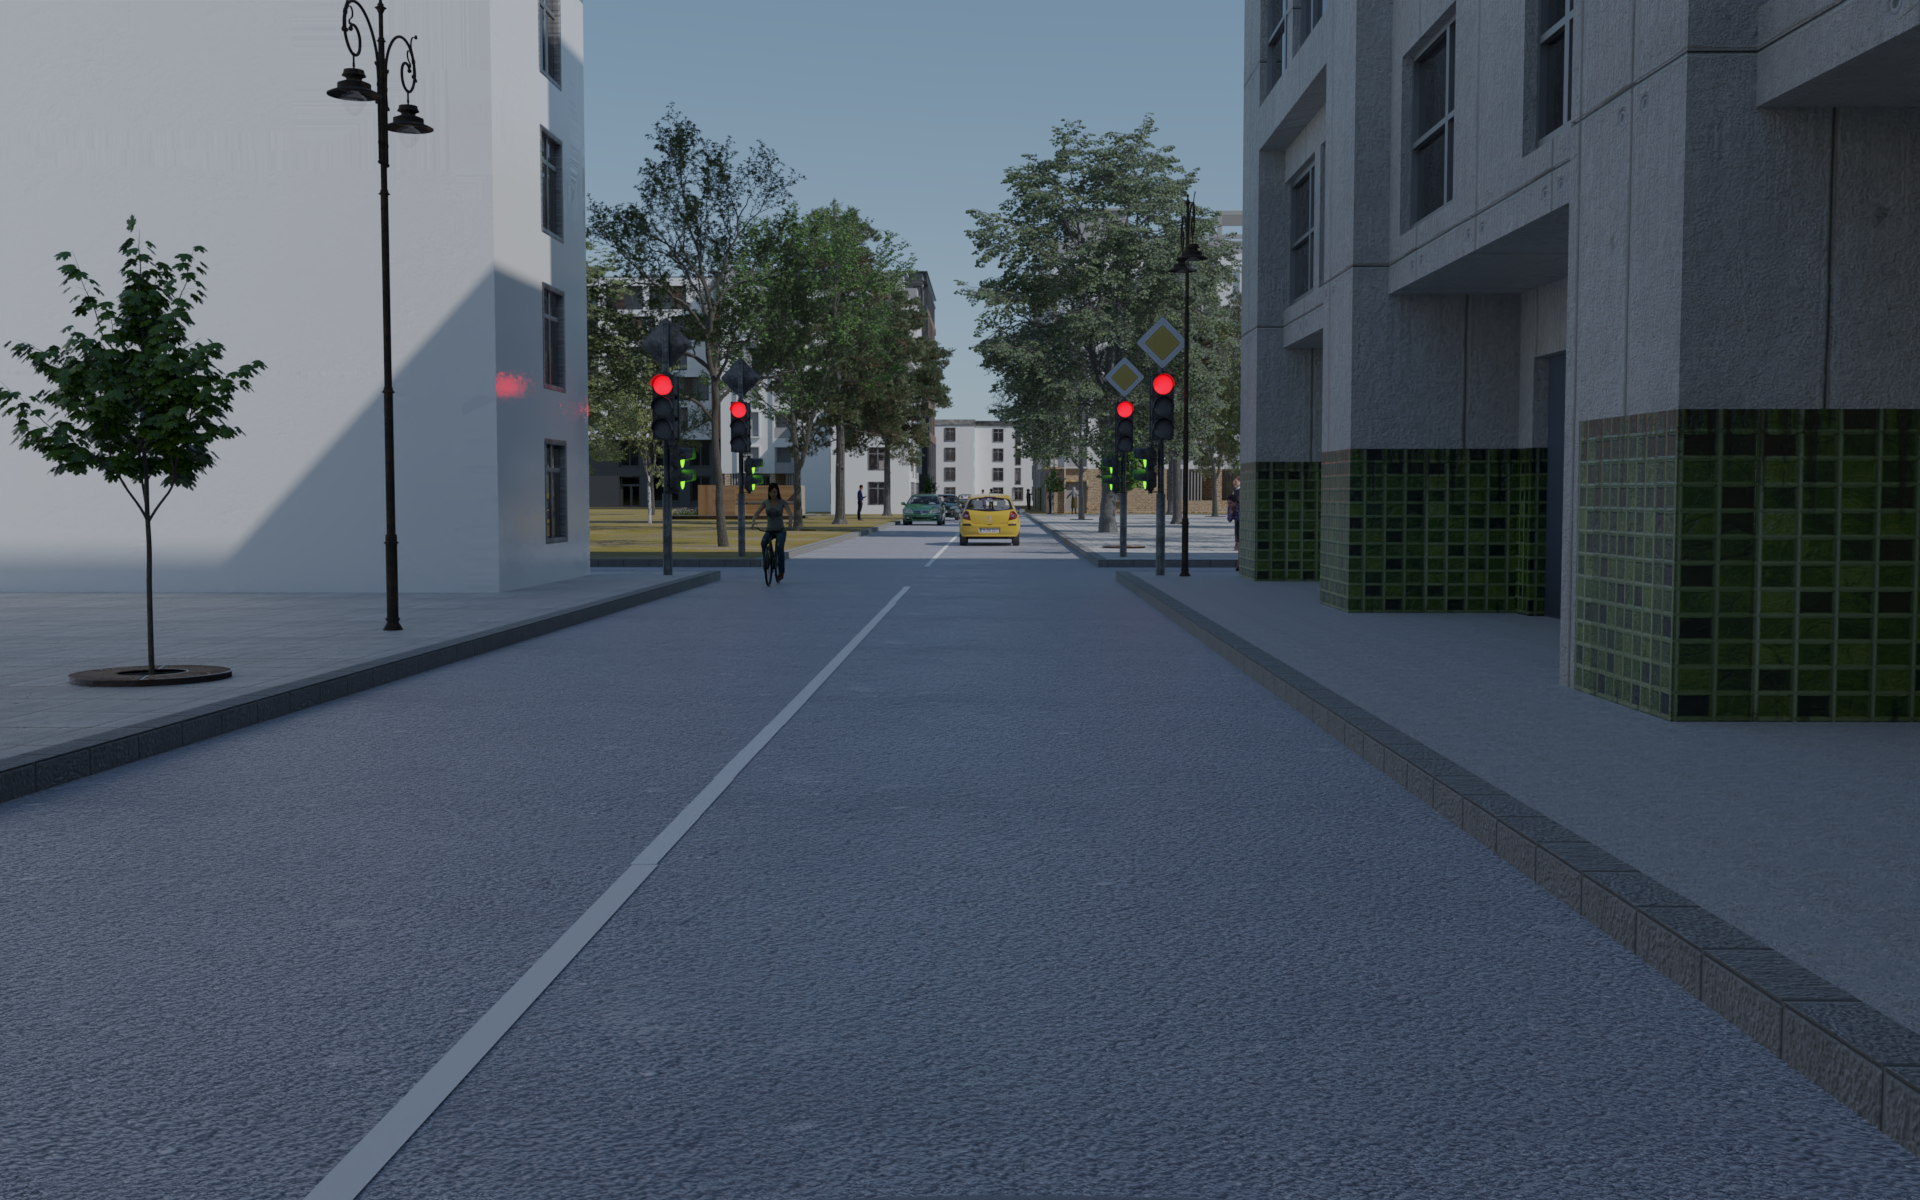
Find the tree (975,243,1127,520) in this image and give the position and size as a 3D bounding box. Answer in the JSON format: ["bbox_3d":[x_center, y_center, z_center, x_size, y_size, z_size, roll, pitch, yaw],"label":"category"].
[{"bbox_3d":[5.874,-10.701,85.332,12.009,13.543,11.850,0,3,0],"label":"tree"}]

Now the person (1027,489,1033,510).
[{"bbox_3d":[5.761,-8.232,141.434,0.742,1.727,0.445,3,5,45],"label":"person"}]

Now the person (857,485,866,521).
[{"bbox_3d":[-4.774,-4.723,83.976,0.504,1.737,0.576,-1,4,-15],"label":"person"}]

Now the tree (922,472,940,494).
[{"bbox_3d":[-2.864,-9.735,153.760,1.663,3.219,1.824,0,3,0],"label":"tree"}]

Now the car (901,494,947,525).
[{"bbox_3d":[-1.656,-4.216,80.723,2.131,1.459,4.920,0,4,2],"label":"car"}]

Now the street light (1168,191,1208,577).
[{"bbox_3d":[3.508,-3.306,26.845,0.468,5.910,1.993,0,4,1],"label":"street light"}]

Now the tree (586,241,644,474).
[{"bbox_3d":[-15.790,-8.965,64.701,7.486,12.596,7.792,0,3,0],"label":"tree"}]

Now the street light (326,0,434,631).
[{"bbox_3d":[-5.348,-2.653,16.159,0.468,5.910,1.993,0,4,1],"label":"street light"}]

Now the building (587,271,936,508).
[{"bbox_3d":[-19.007,-20.123,172.981,32.646,21.610,27.936,0,4,1],"label":"building"}]

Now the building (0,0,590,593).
[{"bbox_3d":[-19.860,-4.955,23.160,28.070,9.664,9.099,0,4,1],"label":"building"}]

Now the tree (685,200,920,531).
[{"bbox_3d":[-5.516,-8.222,60.181,9.928,11.665,9.643,0,3,0],"label":"tree"}]

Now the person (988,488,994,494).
[{"bbox_3d":[2.400,-7.688,133.837,1.348,1.869,0.705,-1,4,-11],"label":"person"}]

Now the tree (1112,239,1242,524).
[{"bbox_3d":[9.221,-9.258,73.417,6.751,12.117,7.091,0,3,0],"label":"tree"}]

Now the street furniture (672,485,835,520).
[{"bbox_3d":[-11.646,-5.139,90.871,11.010,1.723,9.812,0,4,3],"label":"street furniture"}]

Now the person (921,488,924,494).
[{"bbox_3d":[-3.301,-9.180,156.140,0.705,1.823,1.348,1,4,21],"label":"person"}]

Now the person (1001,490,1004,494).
[{"bbox_3d":[3.705,-8.875,153.697,0.705,1.812,1.348,0,4,1],"label":"person"}]

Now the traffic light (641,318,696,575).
[{"bbox_3d":[-4.618,-2.331,27.363,0.839,4.213,0.868,0,4,1],"label":"traffic light"}]

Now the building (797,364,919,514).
[{"bbox_3d":[-7.375,-11.191,125.127,9.099,9.664,28.070,0,4,1],"label":"building"}]

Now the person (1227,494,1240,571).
[{"bbox_3d":[5.168,-1.241,32.026,0.421,1.427,0.697,3,5,42],"label":"person"}]

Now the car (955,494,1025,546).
[{"bbox_3d":[0.849,-2.393,49.355,2.015,1.641,3.980,0,4,1],"label":"car"}]

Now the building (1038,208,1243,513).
[{"bbox_3d":[13.483,-16.144,120.368,16.016,20.091,11.380,0,4,1],"label":"building"}]

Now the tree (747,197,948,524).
[{"bbox_3d":[-5.277,-10.134,73.111,7.806,13.903,7.818,0,3,0],"label":"tree"}]

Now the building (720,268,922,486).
[{"bbox_3d":[-11.173,-17.636,144.765,16.016,20.091,11.380,0,4,1],"label":"building"}]

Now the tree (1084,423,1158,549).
[{"bbox_3d":[3.927,-2.836,40.964,1.663,3.219,1.824,0,3,0],"label":"tree"}]

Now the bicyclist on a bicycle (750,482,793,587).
[{"bbox_3d":[-2.932,-1.054,27.251,1.499,1.676,1.625,0,4,3],"label":"bicyclist on a bicycle"}]

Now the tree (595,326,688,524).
[{"bbox_3d":[-13.621,-7.615,74.866,4.737,8.622,4.395,0,3,0],"label":"tree"}]

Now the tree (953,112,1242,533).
[{"bbox_3d":[4.827,-9.217,57.359,9.857,13.997,8.962,0,3,0],"label":"tree"}]

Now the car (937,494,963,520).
[{"bbox_3d":[-0.831,-5.244,95.527,2.009,1.686,4.222,0,4,3],"label":"car"}]

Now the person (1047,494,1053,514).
[{"bbox_3d":[5.887,-6.523,112.829,0.705,1.807,1.348,-1,4,-11],"label":"person"}]

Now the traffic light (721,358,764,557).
[{"bbox_3d":[-4.451,-2.820,35.347,0.839,4.213,0.868,0,4,1],"label":"traffic light"}]

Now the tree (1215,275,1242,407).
[{"bbox_3d":[8.862,-5.798,45.154,4.360,8.622,3.978,0,3,0],"label":"tree"}]

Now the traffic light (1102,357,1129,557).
[{"bbox_3d":[3.309,-2.811,35.201,0.839,4.213,0.868,0,4,1],"label":"traffic light"}]

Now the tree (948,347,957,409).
[{"bbox_3d":[-4.054,-11.868,101.470,7.806,13.903,7.818,0,3,0],"label":"tree"}]

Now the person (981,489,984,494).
[{"bbox_3d":[1.324,-5.528,99.798,0.541,1.710,0.530,1,4,15],"label":"person"}]

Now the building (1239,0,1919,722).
[{"bbox_3d":[12.408,-8.819,10.642,16.747,18.905,31.486,0,4,1],"label":"building"}]

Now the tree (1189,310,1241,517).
[{"bbox_3d":[14.395,-10.472,96.965,9.928,11.665,9.643,0,3,0],"label":"tree"}]

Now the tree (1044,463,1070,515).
[{"bbox_3d":[5.846,-6.970,108.565,1.663,3.219,1.824,0,3,0],"label":"tree"}]

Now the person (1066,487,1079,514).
[{"bbox_3d":[7.510,-6.525,113.452,1.217,1.736,0.721,2,4,30],"label":"person"}]

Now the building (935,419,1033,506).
[{"bbox_3d":[1.687,-15.708,198.966,28.070,9.664,9.099,0,4,1],"label":"building"}]

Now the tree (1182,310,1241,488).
[{"bbox_3d":[10.729,-7.106,66.542,4.737,8.622,4.395,0,3,0],"label":"tree"}]

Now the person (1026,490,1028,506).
[{"bbox_3d":[7.162,-10.936,184.809,0.705,1.831,1.348,0,4,1],"label":"person"}]

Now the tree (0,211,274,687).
[{"bbox_3d":[-5.667,-1.066,12.035,1.663,3.219,1.824,0,3,0],"label":"tree"}]

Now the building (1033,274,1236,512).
[{"bbox_3d":[14.701,-16.859,142.102,16.747,18.905,31.486,0,4,1],"label":"building"}]

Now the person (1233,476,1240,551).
[{"bbox_3d":[6.266,-1.994,39.442,0.445,1.727,0.742,-1,4,-17],"label":"person"}]

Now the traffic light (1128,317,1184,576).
[{"bbox_3d":[3.142,-2.323,27.218,0.839,4.213,0.868,0,4,1],"label":"traffic light"}]

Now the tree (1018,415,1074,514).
[{"bbox_3d":[5.761,-9.901,112.248,4.737,8.622,4.395,0,3,0],"label":"tree"}]

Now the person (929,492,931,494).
[{"bbox_3d":[-2.597,-8.590,149.681,0.628,1.438,0.799,-2,4,-30],"label":"person"}]

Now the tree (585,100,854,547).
[{"bbox_3d":[-6.115,-6.574,41.892,7.601,10.594,8.767,0,4,-6],"label":"tree"}]
